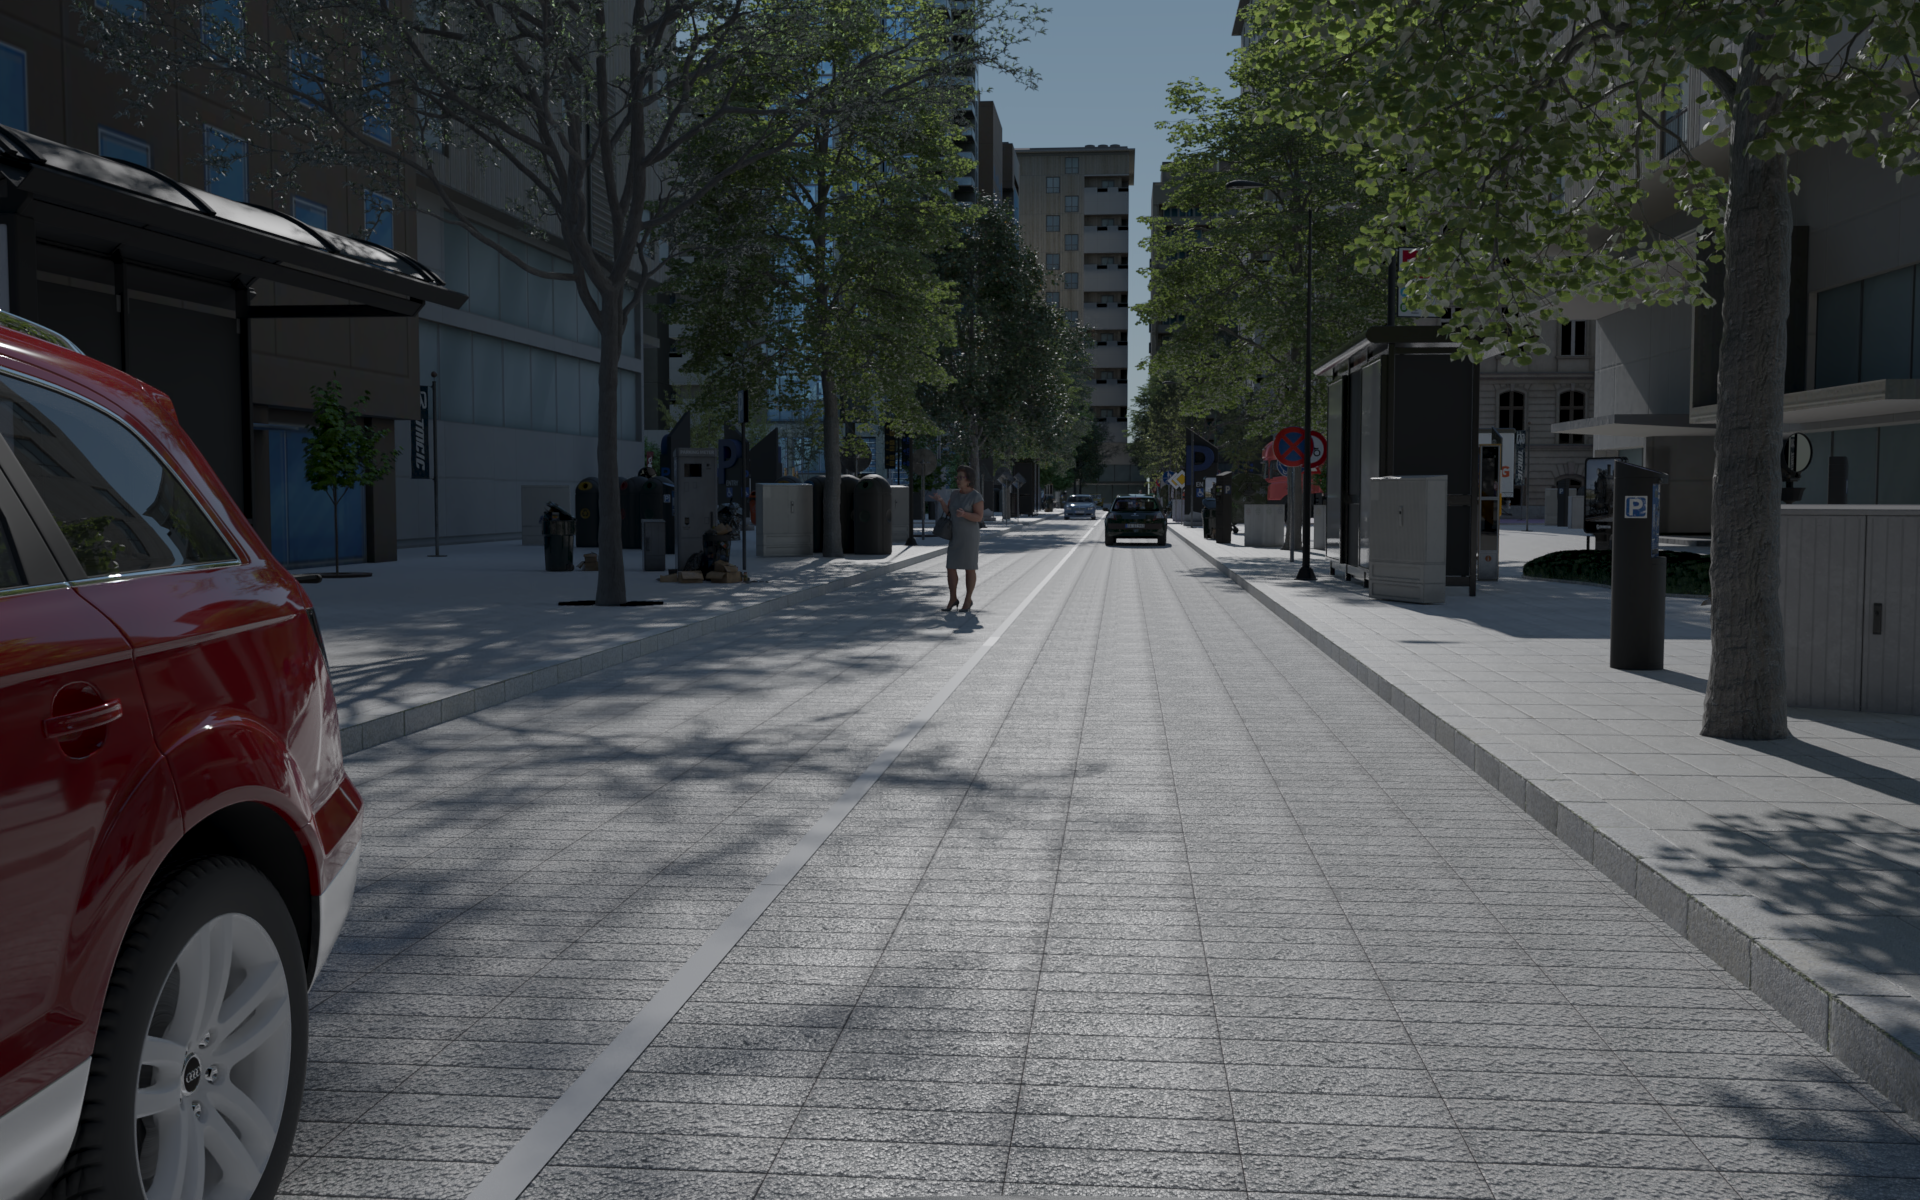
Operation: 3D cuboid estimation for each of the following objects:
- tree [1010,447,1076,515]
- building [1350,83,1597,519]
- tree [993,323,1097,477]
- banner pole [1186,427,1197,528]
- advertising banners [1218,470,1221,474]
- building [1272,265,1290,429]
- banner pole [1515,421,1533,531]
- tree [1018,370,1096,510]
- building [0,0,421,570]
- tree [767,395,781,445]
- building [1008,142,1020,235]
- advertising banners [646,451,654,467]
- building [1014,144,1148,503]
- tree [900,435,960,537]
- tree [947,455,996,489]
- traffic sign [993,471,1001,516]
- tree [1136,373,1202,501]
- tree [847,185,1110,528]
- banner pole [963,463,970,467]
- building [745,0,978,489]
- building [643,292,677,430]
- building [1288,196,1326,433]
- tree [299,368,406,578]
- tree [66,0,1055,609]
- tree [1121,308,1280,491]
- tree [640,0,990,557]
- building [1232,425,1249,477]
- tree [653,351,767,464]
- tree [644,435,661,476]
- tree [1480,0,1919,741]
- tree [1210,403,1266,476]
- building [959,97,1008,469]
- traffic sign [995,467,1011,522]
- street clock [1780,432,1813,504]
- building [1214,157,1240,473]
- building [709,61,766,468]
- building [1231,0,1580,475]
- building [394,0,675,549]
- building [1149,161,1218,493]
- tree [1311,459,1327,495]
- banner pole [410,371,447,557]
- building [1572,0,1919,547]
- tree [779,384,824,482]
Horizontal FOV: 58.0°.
[{"bbox_3d":[4.551,-7.615,108.226,4.285,4.588,4.351,0,3,0],"label":"tree"},{"bbox_3d":[37.192,-16.666,91.573,34.723,24.649,14.460,0,4,5],"label":"building"},{"bbox_3d":[4.710,-12.997,119.155,9.857,13.997,8.962,0,3,0],"label":"tree"},{"bbox_3d":[8.746,-4.603,65.282,0.401,3.779,0.863,0,4,6],"label":"banner pole"},{"bbox_3d":[18.795,-8.004,127.058,0.090,3.025,2.074,0,4,-8],"label":"advertising banners"},{"bbox_3d":[31.742,-19.335,135.214,14.460,24.649,34.723,0,4,5],"label":"building"},{"bbox_3d":[19.432,-4.264,59.733,0.401,3.779,0.863,-2,4,-24],"label":"banner pole"},{"bbox_3d":[7.632,-13.348,143.999,9.928,11.665,9.643,0,3,0],"label":"tree"},{"bbox_3d":[-17.928,-22.975,25.746,14.600,45.320,14.200,0,4,5],"label":"building"},{"bbox_3d":[-14.181,-10.424,120.798,4.737,8.622,4.395,0,3,0],"label":"tree"},{"bbox_3d":[-0.070,-34.662,216.840,14.200,45.320,14.600,0,4,5],"label":"building"},{"bbox_3d":[-12.924,-4.513,69.982,0.090,3.025,2.074,1,4,23],"label":"advertising banners"},{"bbox_3d":[14.475,-41.047,260.360,27.495,52.752,28.713,0,4,5],"label":"building"},{"bbox_3d":[-1.134,-3.503,51.881,1.663,3.219,1.824,0,3,0],"label":"tree"},{"bbox_3d":[0.466,-7.308,103.205,4.285,4.588,4.351,0,3,0],"label":"tree"},{"bbox_3d":[1.900,-6.056,99.017,0.884,2.594,0.081,1,4,10],"label":"traffic sign"},{"bbox_3d":[12.394,-9.228,101.239,4.360,8.622,3.978,0,3,0],"label":"tree"},{"bbox_3d":[0.512,-9.050,64.973,9.611,12.733,9.660,0,3,0],"label":"tree"},{"bbox_3d":[0.382,-5.559,80.905,0.863,3.779,0.401,0,4,6],"label":"banner pole"},{"bbox_3d":[-8.348,-52.491,170.896,22.319,86.520,31.000,0,4,5],"label":"building"},{"bbox_3d":[-47.041,-36.265,216.628,21.600,48.544,21.300,0,4,5],"label":"building"},{"bbox_3d":[26.253,-15.890,108.951,9.793,20.994,18.267,0,4,5],"label":"building"},{"bbox_3d":[-9.652,-1.959,26.626,1.663,3.219,1.824,0,3,0],"label":"tree"},{"bbox_3d":[-4.070,-6.688,19.721,12.009,13.543,11.850,0,3,0],"label":"tree"},{"bbox_3d":[12.240,-9.203,84.884,7.601,10.594,8.767,-1,4,-11],"label":"tree"},{"bbox_3d":[-2.874,-7.122,34.575,7.486,12.596,7.792,0,3,0],"label":"tree"},{"bbox_3d":[40.243,-46.203,193.668,20.563,71.187,20.611,0,4,5],"label":"building"},{"bbox_3d":[-12.865,-8.336,86.659,4.737,8.622,4.395,0,3,0],"label":"tree"},{"bbox_3d":[-17.458,-6.858,95.846,4.285,4.588,4.351,0,3,0],"label":"tree"},{"bbox_3d":[4.308,-5.523,8.431,7.486,12.596,7.792,0,3,0],"label":"tree"},{"bbox_3d":[19.017,-10.297,118.717,4.737,8.622,4.395,0,3,0],"label":"tree"},{"bbox_3d":[-2.647,-33.282,194.276,14.600,45.320,14.200,0,4,5],"label":"building"},{"bbox_3d":[1.999,-4.930,80.716,0.768,2.556,0.104,1,4,12],"label":"traffic sign"},{"bbox_3d":[9.808,-0.974,20.499,0.471,2.002,0.358,-1,4,-22],"label":"street clock"},{"bbox_3d":[38.266,-32.328,212.160,14.154,41.232,14.086,0,4,5],"label":"building"},{"bbox_3d":[-21.533,-38.031,211.051,27.495,52.752,28.713,0,4,5],"label":"building"},{"bbox_3d":[41.711,-35.500,169.656,28.713,52.752,27.495,0,4,5],"label":"building"},{"bbox_3d":[-24.399,-28.181,50.004,27.495,52.752,28.713,0,4,5],"label":"building"},{"bbox_3d":[38.523,-38.553,254.046,21.600,48.544,21.300,0,4,5],"label":"building"},{"bbox_3d":[14.921,-4.589,69.636,1.663,3.219,1.824,0,3,0],"label":"tree"},{"bbox_3d":[-10.845,-2.764,35.217,0.401,3.779,0.863,2,4,32],"label":"banner pole"},{"bbox_3d":[29.371,-27.488,38.665,28.713,52.752,27.495,0,4,5],"label":"building"},{"bbox_3d":[-10.396,-10.155,116.402,4.360,8.622,3.978,0,3,0],"label":"tree"}]
